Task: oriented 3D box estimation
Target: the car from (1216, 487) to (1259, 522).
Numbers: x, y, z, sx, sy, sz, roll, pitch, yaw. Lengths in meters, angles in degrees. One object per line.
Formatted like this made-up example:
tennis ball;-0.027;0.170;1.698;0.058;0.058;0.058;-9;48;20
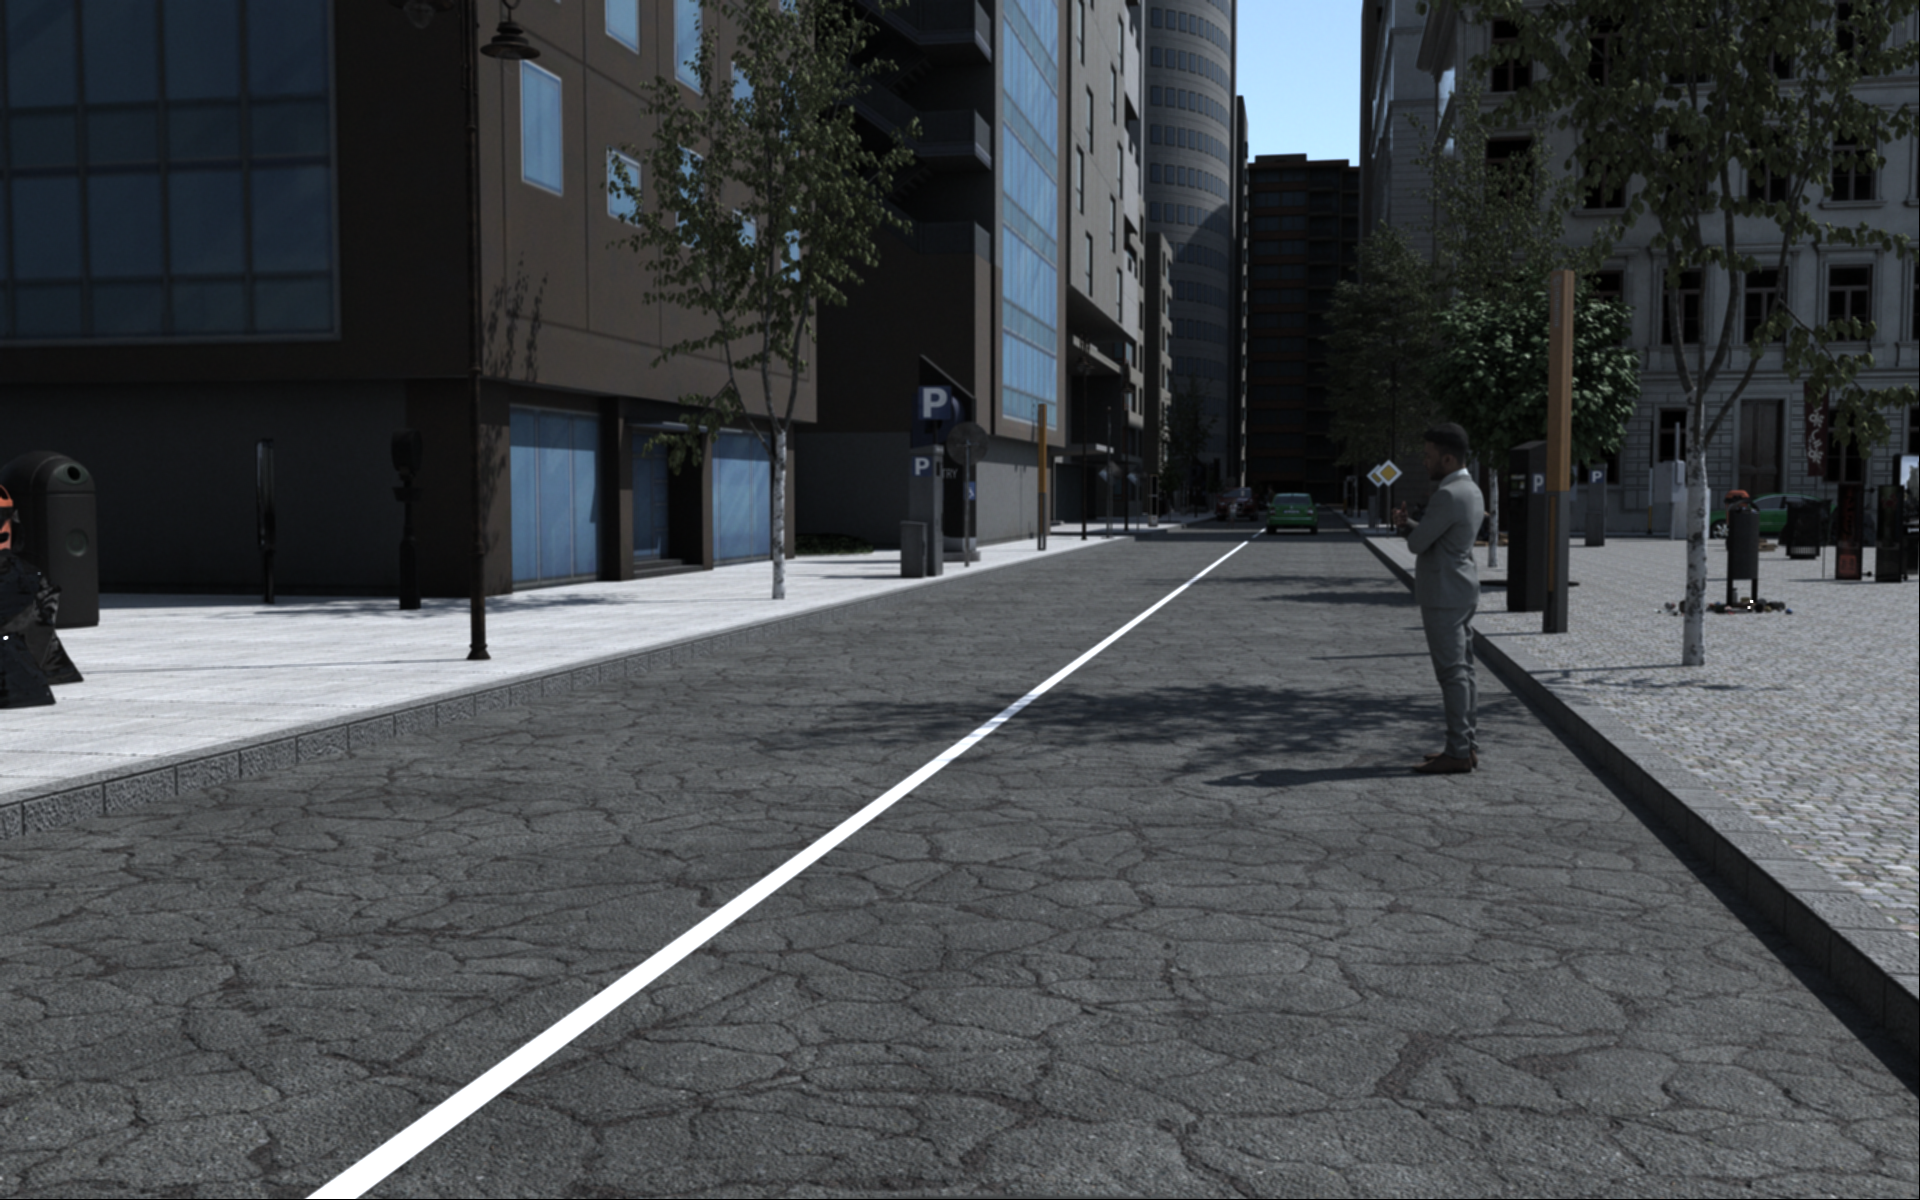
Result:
car;14.811;-5.114;92.294;2.281;1.827;5.304;1;4;12

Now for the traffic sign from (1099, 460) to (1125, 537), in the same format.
traffic sign;4.510;-2.929;51.534;0.795;2.450;0.064;1;4;11

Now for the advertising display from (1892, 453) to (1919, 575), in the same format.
advertising display;15.106;-1.363;27.502;0.974;1.923;0.123;-2;4;-33

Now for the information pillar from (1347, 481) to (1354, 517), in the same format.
information pillar;21.689;-5.615;96.302;0.304;2.012;0.304;2;4;24

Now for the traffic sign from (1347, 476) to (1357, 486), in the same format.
traffic sign;22.159;-5.860;97.934;0.606;2.300;0.079;1;4;19

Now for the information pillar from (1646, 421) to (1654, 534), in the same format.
information pillar;22.114;-3.919;55.429;0.183;3.616;0.504;1;4;22

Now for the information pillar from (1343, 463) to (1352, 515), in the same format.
information pillar;24.265;-7.165;108.505;0.504;3.616;0.183;1;4;9

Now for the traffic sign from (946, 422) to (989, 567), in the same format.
traffic sign;0.123;-1.859;30.501;0.768;2.556;0.104;1;4;12

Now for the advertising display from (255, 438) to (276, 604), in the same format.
advertising display;-8.220;-0.936;20.513;0.123;1.923;0.974;-2;4;-27

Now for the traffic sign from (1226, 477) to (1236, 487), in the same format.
traffic sign;20.005;-7.820;127.969;0.768;2.556;0.104;1;4;14

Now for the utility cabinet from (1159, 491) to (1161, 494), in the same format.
utility cabinet;15.132;-7.641;133.602;1.173;1.500;0.318;-1;4;-18

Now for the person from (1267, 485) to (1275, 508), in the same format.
person;13.696;-4.141;76.122;0.836;1.842;0.656;-3;5;-39

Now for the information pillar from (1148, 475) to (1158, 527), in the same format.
information pillar;7.517;-3.849;67.416;0.304;2.012;0.304;-1;4;-14

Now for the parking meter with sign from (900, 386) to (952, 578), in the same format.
parking meter with sign;-0.554;-1.889;27.150;0.543;3.016;1.738;1;4;11

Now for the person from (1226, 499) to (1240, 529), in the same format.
person;11.165;-3.503;70.794;0.505;1.210;0.382;-1;4;-16

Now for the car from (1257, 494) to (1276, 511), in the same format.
car;27.029;-8.662;151.413;2.009;1.686;4.222;1;4;13

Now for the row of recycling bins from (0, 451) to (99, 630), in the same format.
row of recycling bins;-9.774;-0.527;15.726;1.069;1.692;3.534;3;5;43

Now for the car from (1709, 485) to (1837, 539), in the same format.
car;23.842;-2.588;51.106;4.718;1.807;1.959;1;4;13

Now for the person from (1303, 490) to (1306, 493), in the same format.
person;29.855;-8.658;150.190;0.705;1.807;1.348;1;4;13

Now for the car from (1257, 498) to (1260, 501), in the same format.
car;29.318;-9.331;164.358;2.131;1.459;4.920;1;4;12

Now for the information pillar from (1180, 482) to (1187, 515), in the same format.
information pillar;13.948;-6.328;107.953;0.304;2.012;0.304;3;4;38

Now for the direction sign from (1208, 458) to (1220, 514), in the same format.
direction sign;16.192;-7.170;109.230;0.379;3.537;0.876;2;4;31

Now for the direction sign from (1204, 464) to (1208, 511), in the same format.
direction sign;18.419;-8.352;128.556;0.876;3.537;0.379;0;4;0

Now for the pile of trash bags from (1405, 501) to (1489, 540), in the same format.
pile of trash bags;14.127;-2.313;47.566;3.447;1.369;1.912;-1;4;-9

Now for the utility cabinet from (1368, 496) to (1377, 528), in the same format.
utility cabinet;15.912;-3.407;66.862;0.306;1.237;1.020;1;4;13

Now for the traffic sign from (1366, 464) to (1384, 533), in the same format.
traffic sign;13.936;-3.309;57.746;0.795;2.450;0.064;1;4;11

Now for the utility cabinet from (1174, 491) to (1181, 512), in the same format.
utility cabinet;15.660;-6.989;122.951;0.318;1.500;1.173;3;5;43

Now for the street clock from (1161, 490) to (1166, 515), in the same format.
street clock;12.568;-6.277;107.197;0.358;2.002;0.471;-1;4;-19

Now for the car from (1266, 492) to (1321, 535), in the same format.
car;12.035;-3.290;62.584;1.959;1.807;4.718;1;4;12

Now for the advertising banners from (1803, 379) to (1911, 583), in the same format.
advertising banners;13.319;-1.813;25.835;0.090;3.025;2.074;-1;4;-16

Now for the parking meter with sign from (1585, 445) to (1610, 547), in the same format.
parking meter with sign;15.743;-2.850;42.864;0.543;3.016;1.738;1;4;22

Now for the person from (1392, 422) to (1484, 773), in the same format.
person;2.493;-0.023;9.059;0.466;1.800;0.511;1;4;16

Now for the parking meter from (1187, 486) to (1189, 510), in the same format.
parking meter;16.572;-7.411;126.888;0.255;1.863;0.399;2;4;28

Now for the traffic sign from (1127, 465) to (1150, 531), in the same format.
traffic sign;6.107;-3.408;59.359;0.795;2.450;0.064;1;4;11

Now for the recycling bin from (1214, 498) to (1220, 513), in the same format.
recycling bin;17.722;-6.428;117.653;0.722;1.027;0.722;2;4;28

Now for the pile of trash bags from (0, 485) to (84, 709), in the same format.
pile of trash bags;-6.823;-0.104;11.459;1.912;1.369;3.447;-1;4;-18

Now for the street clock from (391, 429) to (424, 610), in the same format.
street clock;-6.114;-0.895;19.203;0.358;2.002;0.471;0;4;-3

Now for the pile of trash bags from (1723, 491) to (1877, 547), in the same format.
pile of trash bags;20.818;-2.033;42.999;3.447;1.369;1.912;1;4;22

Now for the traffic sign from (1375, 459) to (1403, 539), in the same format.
traffic sign;12.339;-2.831;49.922;0.795;2.450;0.064;1;4;11

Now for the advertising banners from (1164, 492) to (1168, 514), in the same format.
advertising banners;12.994;-6.895;108.919;0.090;3.025;2.074;0;4;-3

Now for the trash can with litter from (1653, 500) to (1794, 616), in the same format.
trash can with litter;8.299;-0.489;19.050;2.233;1.210;1.678;-3;4;-36
